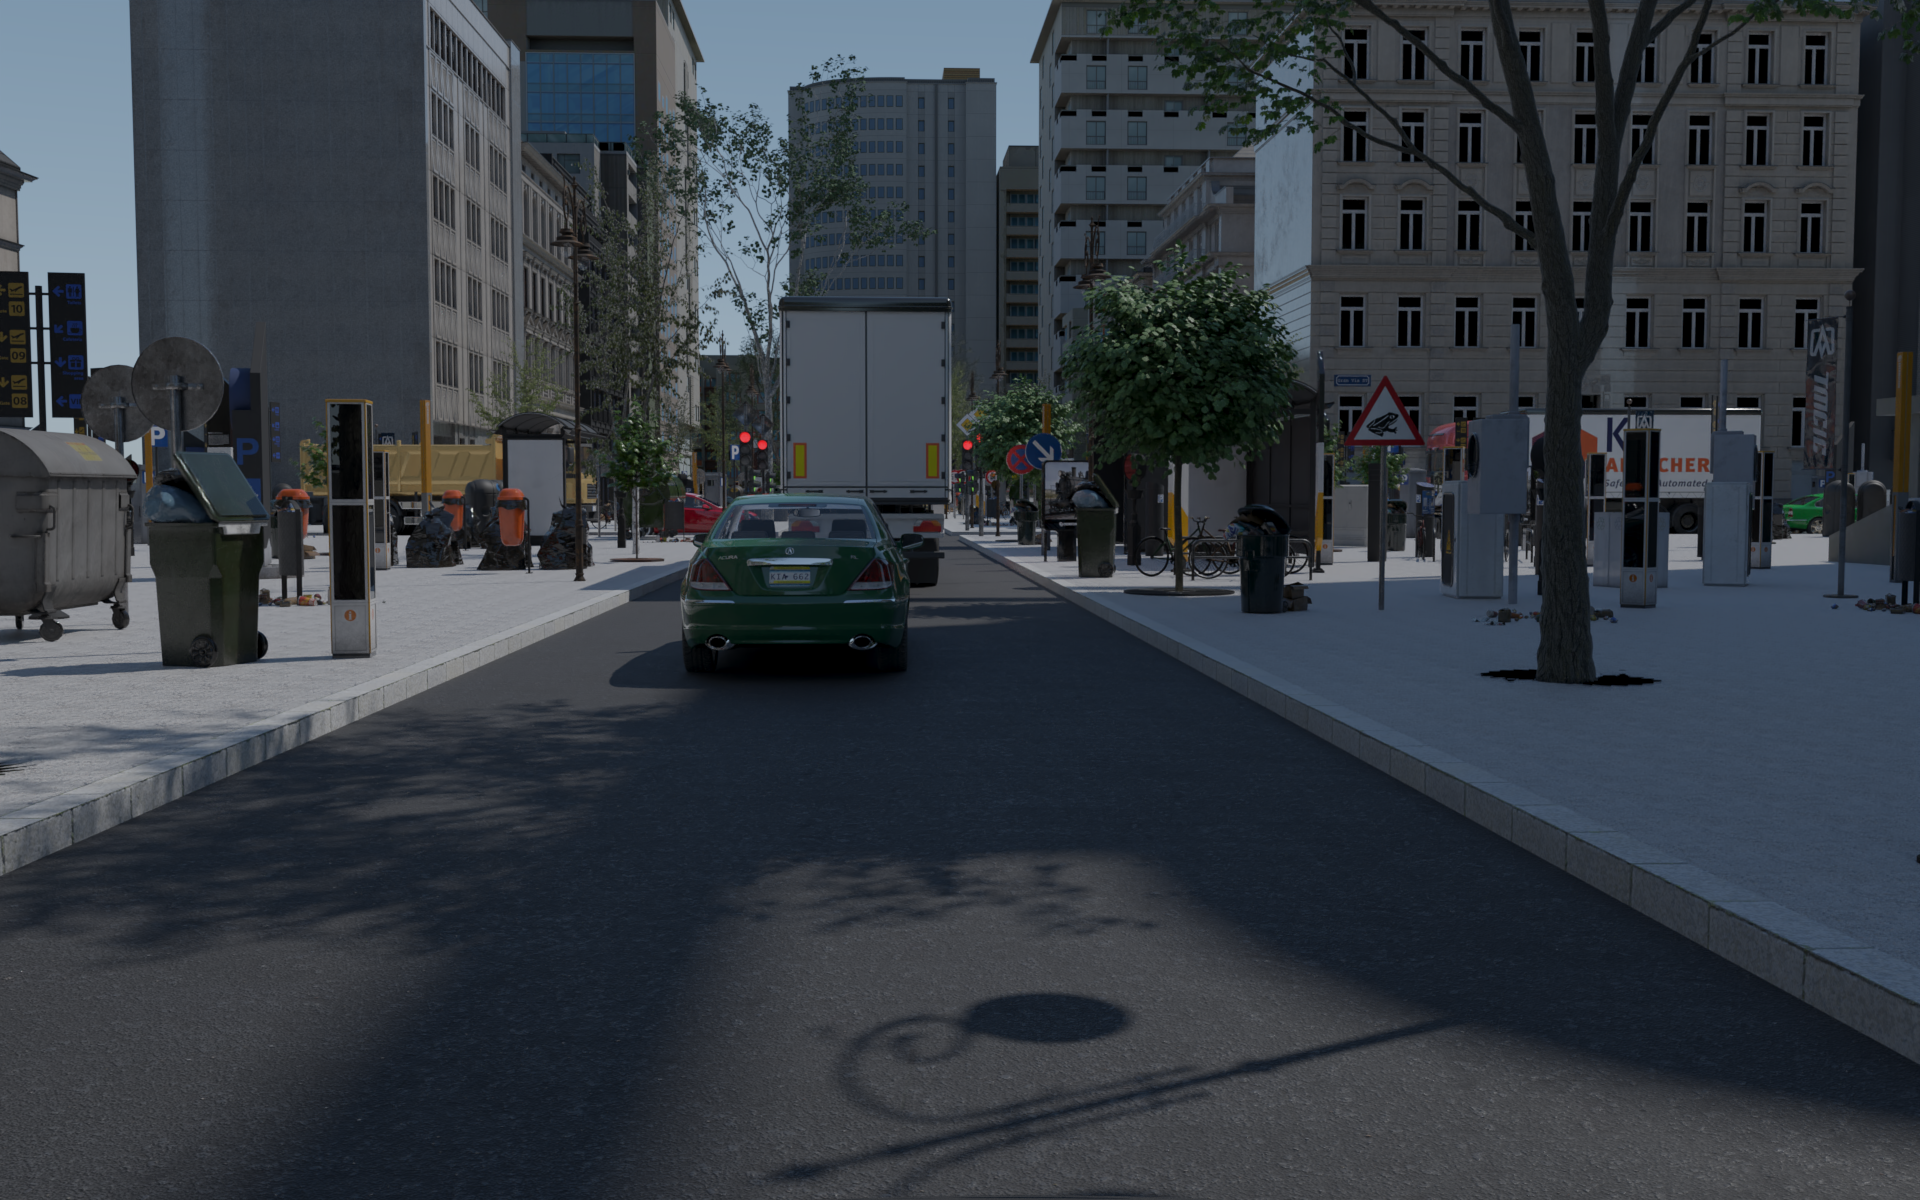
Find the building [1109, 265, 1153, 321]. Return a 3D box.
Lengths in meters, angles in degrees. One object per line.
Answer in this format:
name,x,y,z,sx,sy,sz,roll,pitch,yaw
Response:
building,16.692,-16.052,127.071,10.561,19.102,19.286,0,4,-3

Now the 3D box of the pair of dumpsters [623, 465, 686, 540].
pair of dumpsters,-8.993,-2.940,50.557,1.574,2.255,4.437,0,4,-3

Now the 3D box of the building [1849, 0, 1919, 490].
building,52.284,-17.697,82.845,24.014,27.812,14.314,0,4,-3

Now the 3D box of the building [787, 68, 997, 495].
building,-9.637,-42.840,242.425,28.212,58.520,21.231,0,4,-3

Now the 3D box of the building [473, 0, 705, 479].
building,-41.692,-36.186,180.886,27.495,52.752,28.713,0,4,-3

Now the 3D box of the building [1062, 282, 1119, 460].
building,24.540,-19.027,156.127,27.650,21.520,28.899,0,4,-3

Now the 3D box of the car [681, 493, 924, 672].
car,-1.373,-0.220,15.401,2.131,1.459,4.920,0,4,-2

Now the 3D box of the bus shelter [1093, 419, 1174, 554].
bus shelter,3.838,-2.971,39.857,1.731,3.624,6.357,0,4,-3

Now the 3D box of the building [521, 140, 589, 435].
building,-29.098,-16.749,102.731,11.050,23.489,19.941,0,4,-3

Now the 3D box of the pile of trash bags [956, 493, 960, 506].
pile of trash bags,0.679,-6.665,118.726,1.912,1.369,3.447,-3,4,-37

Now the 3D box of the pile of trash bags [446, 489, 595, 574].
pile of trash bags,-7.280,-1.199,29.354,1.912,1.369,3.447,0,4,-3

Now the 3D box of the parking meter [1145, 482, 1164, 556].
parking meter,4.024,-1.676,35.806,0.372,1.533,0.369,0,3,0

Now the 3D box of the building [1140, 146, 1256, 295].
building,19.314,-16.099,105.026,13.314,21.916,24.055,0,4,-3

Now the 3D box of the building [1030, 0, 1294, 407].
building,22.858,-36.332,183.269,28.713,52.752,27.495,0,4,-3

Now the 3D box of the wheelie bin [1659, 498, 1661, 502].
wheelie bin,19.880,-2.598,50.391,0.980,1.594,0.693,-3,4,-39

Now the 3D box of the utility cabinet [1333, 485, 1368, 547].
utility cabinet,9.400,-2.021,41.721,0.318,1.500,1.173,-3,5,-40

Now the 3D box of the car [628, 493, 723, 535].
car,-8.564,-2.819,55.133,4.494,1.783,2.155,0,4,-3

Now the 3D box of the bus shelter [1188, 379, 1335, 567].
bus shelter,5.318,-2.368,32.644,2.014,3.302,5.546,0,4,-3

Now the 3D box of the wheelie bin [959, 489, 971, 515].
wheelie bin,0.382,-5.939,105.018,0.980,1.594,0.693,-1,4,-17

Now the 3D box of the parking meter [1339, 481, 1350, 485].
parking meter,15.861,-4.018,71.408,0.399,1.863,0.255,3,5,40

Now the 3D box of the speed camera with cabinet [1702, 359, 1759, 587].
speed camera with cabinet,11.079,-1.866,24.846,0.660,3.252,2.038,2,4,27

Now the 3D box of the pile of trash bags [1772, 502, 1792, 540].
pile of trash bags,22.278,-2.403,49.042,1.912,1.369,3.447,3,4,39

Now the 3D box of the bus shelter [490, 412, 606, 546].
bus shelter,-10.687,-3.148,45.389,2.014,3.302,5.546,0,4,-3

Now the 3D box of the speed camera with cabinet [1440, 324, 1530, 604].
speed camera with cabinet,6.334,-1.630,20.983,0.660,3.252,2.038,0,4,4

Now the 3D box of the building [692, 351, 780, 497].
building,-38.764,-24.493,245.505,28.899,21.520,27.650,0,4,-3

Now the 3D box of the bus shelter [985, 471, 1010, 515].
bus shelter,2.429,-6.958,107.686,2.014,3.302,5.546,0,4,-3

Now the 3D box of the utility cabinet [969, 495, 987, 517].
utility cabinet,0.997,-5.331,98.331,1.020,1.237,0.306,1,4,13

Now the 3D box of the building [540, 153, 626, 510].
building,-30.713,-17.806,120.805,12.332,23.373,15.834,0,4,-3

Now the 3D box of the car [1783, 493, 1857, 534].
car,29.390,-2.977,57.473,4.718,1.807,1.959,0,4,-1

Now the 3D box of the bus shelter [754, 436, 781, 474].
bus shelter,-12.126,-8.157,111.003,2.179,5.291,8.768,0,4,-3

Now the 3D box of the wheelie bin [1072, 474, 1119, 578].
wheelie bin,2.094,-1.153,26.756,0.693,1.594,0.980,1,4,9

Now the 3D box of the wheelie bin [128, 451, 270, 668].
wheelie bin,-5.699,-0.314,13.048,0.693,1.594,0.980,1,4,13

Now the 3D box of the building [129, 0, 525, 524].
building,-28.884,-16.173,82.450,12.078,24.808,19.932,0,4,-3

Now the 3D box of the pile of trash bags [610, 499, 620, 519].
pile of trash bags,-15.924,-4.720,86.931,3.447,1.369,1.912,-3,5,-43

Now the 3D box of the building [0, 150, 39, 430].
building,-53.076,-12.980,76.858,19.286,19.102,10.561,0,4,-3

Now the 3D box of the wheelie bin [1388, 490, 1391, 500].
wheelie bin,12.786,-2.765,53.121,0.980,1.594,0.693,3,5,44

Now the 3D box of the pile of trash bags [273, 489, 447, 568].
pile of trash bags,-10.583,-1.297,30.951,3.447,1.369,1.912,0,4,6

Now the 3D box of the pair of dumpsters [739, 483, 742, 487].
pair of dumpsters,-14.195,-6.834,114.233,1.574,2.255,4.437,0,4,-3

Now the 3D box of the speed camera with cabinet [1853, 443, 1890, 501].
speed camera with cabinet,35.950,-4.475,67.503,2.038,3.252,0.660,2,4,35

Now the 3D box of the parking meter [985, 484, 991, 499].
parking meter,1.592,-5.821,100.890,0.255,1.863,0.399,-3,5,-42

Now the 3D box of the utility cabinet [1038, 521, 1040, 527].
utility cabinet,3.368,-3.418,67.053,1.020,1.237,0.306,1,4,9

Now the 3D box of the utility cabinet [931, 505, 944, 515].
utility cabinet,-1.358,-5.471,100.614,0.306,1.237,1.020,3,5,41

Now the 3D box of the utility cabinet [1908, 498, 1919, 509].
utility cabinet,56.216,-5.539,101.721,0.306,1.237,1.020,-1,4,-22

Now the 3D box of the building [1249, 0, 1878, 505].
building,26.991,-17.359,81.076,25.104,27.353,12.463,0,4,-3

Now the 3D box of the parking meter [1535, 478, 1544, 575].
parking meter,9.314,-1.163,27.424,0.372,1.533,0.369,0,3,0

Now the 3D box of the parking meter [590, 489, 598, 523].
parking meter,-16.253,-4.194,76.982,0.372,1.533,0.369,0,3,0

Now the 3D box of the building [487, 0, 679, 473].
building,-33.133,-30.909,155.475,14.600,45.320,14.200,0,4,-3

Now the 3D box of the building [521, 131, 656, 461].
building,-32.852,-22.630,141.700,14.160,30.474,14.107,0,4,-3

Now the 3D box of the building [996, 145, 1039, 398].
building,15.291,-37.926,243.795,21.600,48.544,21.300,0,4,-3
